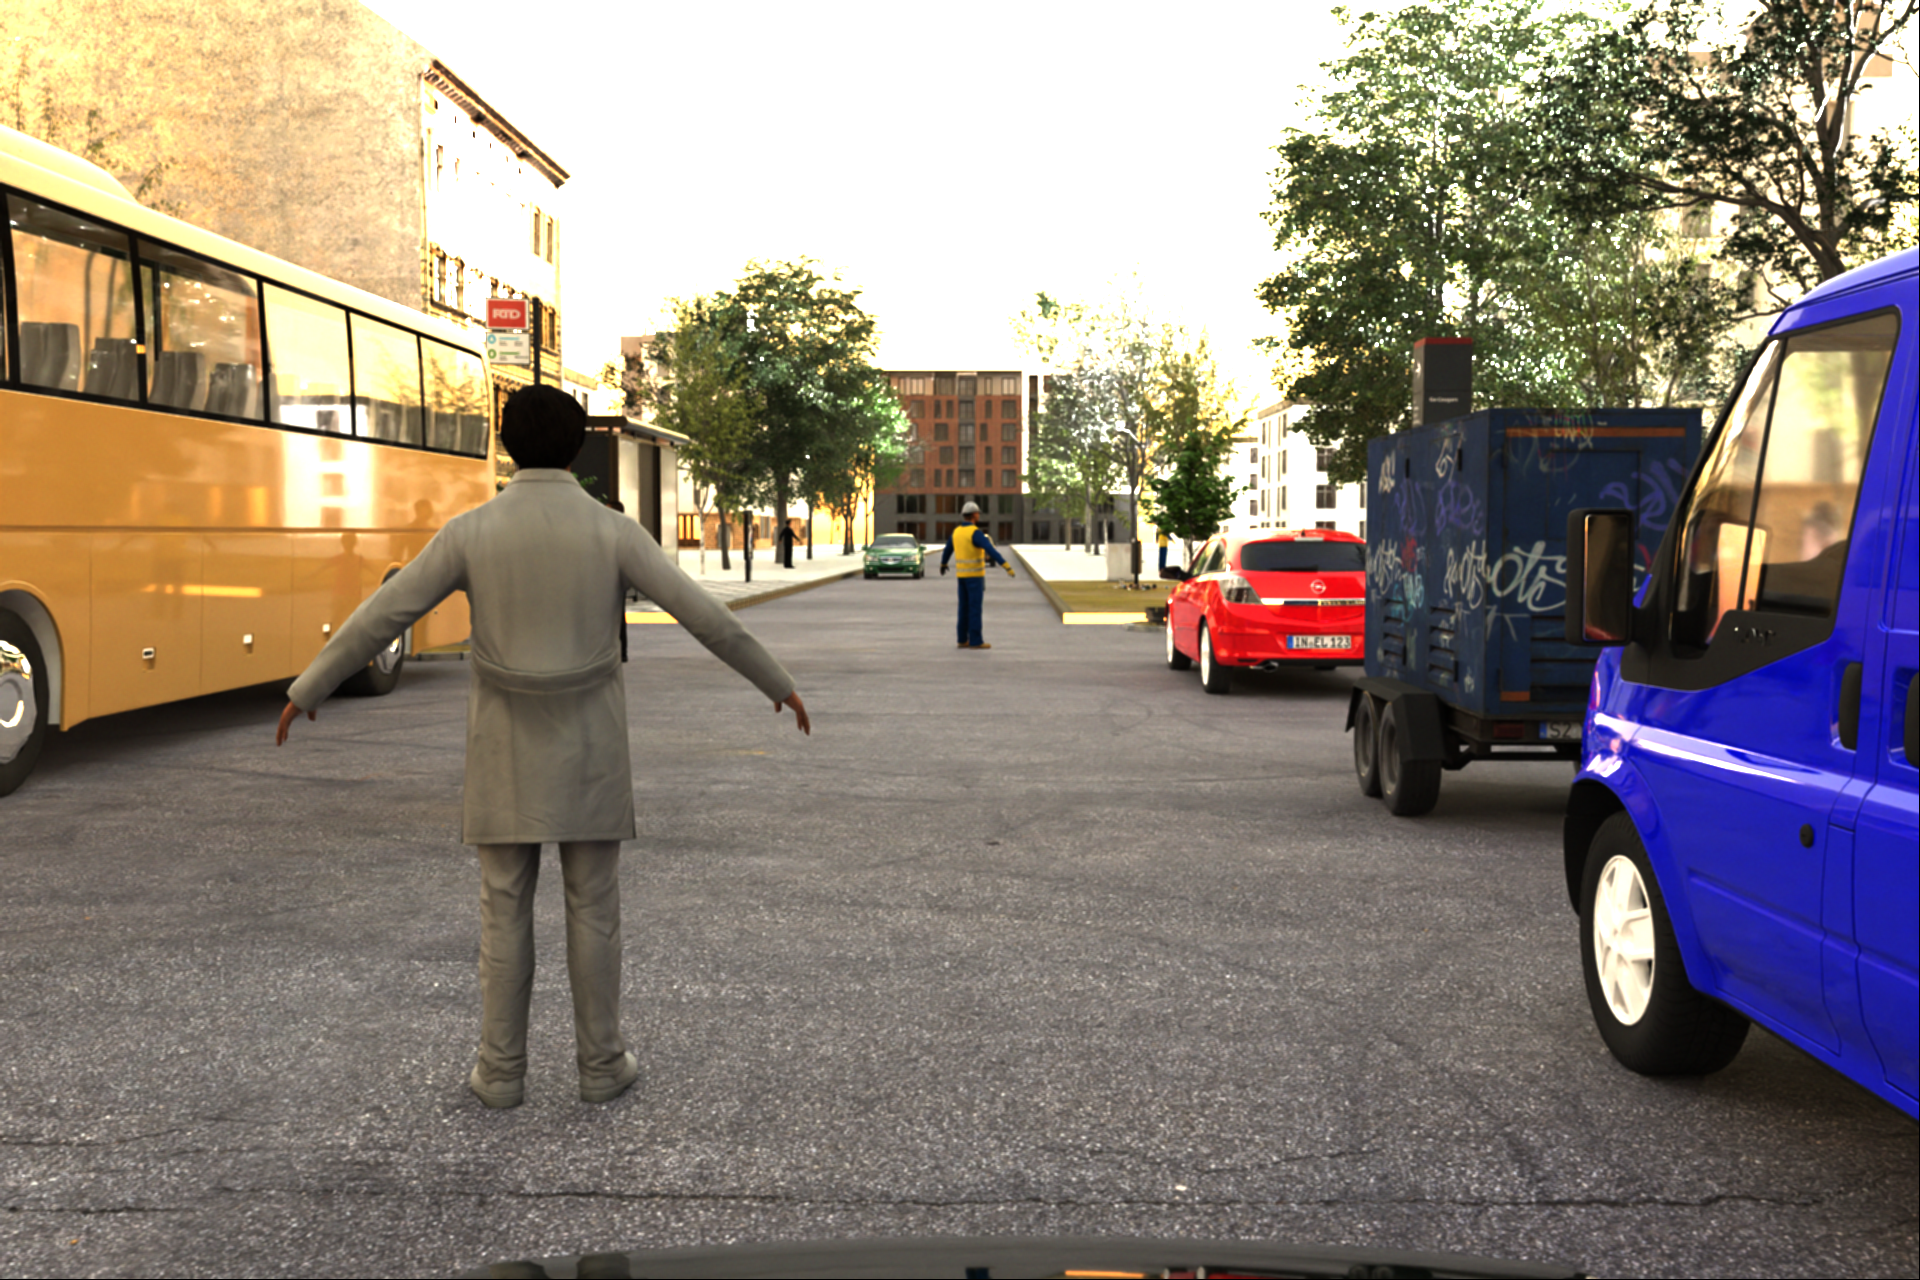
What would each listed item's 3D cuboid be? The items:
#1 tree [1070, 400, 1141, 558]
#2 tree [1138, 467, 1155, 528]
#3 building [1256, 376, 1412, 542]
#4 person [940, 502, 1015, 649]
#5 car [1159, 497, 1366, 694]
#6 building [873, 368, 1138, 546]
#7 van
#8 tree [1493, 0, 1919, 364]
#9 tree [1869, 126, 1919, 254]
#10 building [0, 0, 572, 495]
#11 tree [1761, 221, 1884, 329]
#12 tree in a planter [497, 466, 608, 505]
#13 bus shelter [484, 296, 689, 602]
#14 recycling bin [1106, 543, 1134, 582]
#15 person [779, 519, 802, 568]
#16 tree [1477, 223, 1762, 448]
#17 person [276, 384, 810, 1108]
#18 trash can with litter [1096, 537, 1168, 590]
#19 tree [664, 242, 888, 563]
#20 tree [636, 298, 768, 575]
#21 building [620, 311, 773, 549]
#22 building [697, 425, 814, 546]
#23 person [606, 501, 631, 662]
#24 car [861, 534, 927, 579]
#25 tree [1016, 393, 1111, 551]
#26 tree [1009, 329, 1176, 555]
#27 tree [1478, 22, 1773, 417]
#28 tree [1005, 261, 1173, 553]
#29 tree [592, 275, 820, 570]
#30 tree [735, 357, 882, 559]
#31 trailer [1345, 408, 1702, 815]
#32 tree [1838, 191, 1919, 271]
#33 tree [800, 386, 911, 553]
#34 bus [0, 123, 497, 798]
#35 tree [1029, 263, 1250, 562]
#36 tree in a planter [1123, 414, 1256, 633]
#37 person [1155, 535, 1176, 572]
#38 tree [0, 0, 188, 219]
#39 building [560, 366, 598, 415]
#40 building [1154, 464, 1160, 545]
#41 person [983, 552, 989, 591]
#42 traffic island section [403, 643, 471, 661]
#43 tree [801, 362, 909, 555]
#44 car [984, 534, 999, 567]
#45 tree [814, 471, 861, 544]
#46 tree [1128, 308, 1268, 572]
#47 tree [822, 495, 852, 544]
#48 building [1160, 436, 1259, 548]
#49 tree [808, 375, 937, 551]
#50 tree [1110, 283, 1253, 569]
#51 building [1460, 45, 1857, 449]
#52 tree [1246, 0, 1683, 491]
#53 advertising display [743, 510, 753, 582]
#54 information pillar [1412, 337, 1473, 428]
[{"bbox_3d":[7.806,-8.679,92.270,4.737,8.622,4.395,0,3,0],"label":"tree"},{"bbox_3d":[26.581,-18.785,225.266,7.486,12.596,7.792,0,3,0],"label":"tree"},{"bbox_3d":[24.535,-9.952,104.866,9.099,9.664,28.070,0,4,1],"label":"building"},{"bbox_3d":[0.155,-0.813,21.725,0.705,1.833,1.349,-3,5,-41],"label":"person"},{"bbox_3d":[3.090,-0.488,17.021,2.155,1.783,4.494,0,4,0],"label":"car"},{"bbox_3d":[5.336,-23.146,224.861,32.646,21.610,27.936,0,4,-1],"label":"building"},{"bbox_3d":[2.651,0.094,2.844,2.240,2.365,5.245,0,4,1],"label":"van"},{"bbox_3d":[9.195,-5.052,17.010,8.767,10.594,7.601,3,4,38],"label":"tree"},{"bbox_3d":[17.386,-4.809,28.982,4.737,8.622,4.395,0,3,0],"label":"tree"},{"bbox_3d":[-26.148,-14.259,64.056,19.493,23.208,18.063,0,4,1],"label":"building"},{"bbox_3d":[20.426,-5.504,40.355,4.360,8.622,3.978,0,3,0],"label":"tree"},{"bbox_3d":[-6.244,-1.741,25.690,1.991,3.239,1.994,0,4,2],"label":"tree in a planter"},{"bbox_3d":[-6.883,-3.327,32.032,2.179,5.291,8.768,0,4,1],"label":"bus shelter"},{"bbox_3d":[4.324,-2.096,46.824,0.722,1.027,0.722,0,4,1],"label":"recycling bin"},{"bbox_3d":[-6.409,-3.608,64.931,0.705,1.837,1.347,-3,5,-43],"label":"person"},{"bbox_3d":[17.945,-6.883,46.955,8.767,10.594,7.601,0,4,5],"label":"tree"},{"bbox_3d":[-1.048,0.259,4.413,1.347,1.806,0.705,-1,4,-10],"label":"person"},{"bbox_3d":[4.038,-1.798,40.456,1.678,1.210,2.233,0,4,2],"label":"trash can with litter"},{"bbox_3d":[-7.917,-10.335,75.634,9.857,13.997,8.962,0,3,0],"label":"tree"},{"bbox_3d":[-8.021,-6.327,53.814,4.737,8.622,4.395,0,3,0],"label":"tree"},{"bbox_3d":[-22.567,-17.804,147.510,16.016,20.090,11.380,0,4,0],"label":"building"},{"bbox_3d":[-22.040,-20.120,185.386,16.016,20.090,11.380,0,4,2],"label":"building"},{"bbox_3d":[-3.885,-0.658,19.445,0.704,1.802,1.346,-1,4,-14],"label":"person"},{"bbox_3d":[-2.122,-2.736,56.534,2.131,1.459,4.920,0,4,1],"label":"car"},{"bbox_3d":[8.184,-13.194,133.845,7.486,12.596,7.792,0,3,0],"label":"tree"},{"bbox_3d":[8.118,-11.837,103.899,12.009,13.543,11.850,0,3,0],"label":"tree"},{"bbox_3d":[9.869,-4.599,25.554,4.360,8.622,3.978,0,3,0],"label":"tree"},{"bbox_3d":[10.312,-16.081,118.811,12.611,20.169,13.585,0,3,0],"label":"tree"},{"bbox_3d":[-8.667,-7.834,62.506,7.601,10.594,8.767,3,5,44],"label":"tree"},{"bbox_3d":[-7.727,-9.347,87.241,8.767,10.594,7.601,1,4,11],"label":"tree"},{"bbox_3d":[2.926,-0.169,9.814,1.471,1.999,3.904,0,4,2],"label":"trailer"},{"bbox_3d":[19.087,-5.139,34.383,4.737,8.622,4.395,0,3,0],"label":"tree"},{"bbox_3d":[-7.219,-11.668,116.523,9.928,11.665,9.643,0,3,0],"label":"tree"},{"bbox_3d":[-6.308,-1.283,12.529,2.896,3.916,12.252,0,4,1],"label":"bus"},{"bbox_3d":[7.955,-10.275,78.369,12.009,13.543,11.850,0,3,0],"label":"tree"},{"bbox_3d":[3.479,-1.757,25.955,1.991,3.239,1.994,0,4,1],"label":"tree in a planter"},{"bbox_3d":[6.936,-3.187,58.568,0.721,1.772,1.216,-2,4,-25],"label":"person"},{"bbox_3d":[-12.797,-4.383,22.017,4.360,8.622,3.978,0,3,0],"label":"tree"},{"bbox_3d":[-24.218,-9.309,94.356,9.099,9.664,28.070,0,4,0],"label":"building"},{"bbox_3d":[27.110,-15.226,191.096,9.099,9.664,28.070,0,4,1],"label":"building"},{"bbox_3d":[0.460,-1.925,43.204,0.599,1.433,0.991,2,4,31],"label":"person"},{"bbox_3d":[-6.398,0.145,20.501,1.991,0.108,1.994,0,4,1],"label":"traffic island section"},{"bbox_3d":[-6.889,-10.907,104.091,9.928,11.665,9.643,0,3,0],"label":"tree"},{"bbox_3d":[0.728,-4.106,76.923,2.009,1.686,4.222,0,4,0],"label":"car"},{"bbox_3d":[-16.053,-17.451,219.740,7.601,10.594,8.767,1,4,10],"label":"tree"},{"bbox_3d":[7.664,-6.519,56.952,4.737,8.622,4.395,0,3,0],"label":"tree"},{"bbox_3d":[-16.036,-16.892,226.549,4.737,8.622,4.395,0,3,0],"label":"tree"},{"bbox_3d":[24.397,-13.484,162.614,9.099,9.664,28.070,0,4,1],"label":"building"},{"bbox_3d":[-6.847,-13.331,128.331,12.009,13.543,11.850,0,3,0],"label":"tree"},{"bbox_3d":[6.885,-6.128,50.548,4.360,8.622,3.978,0,3,0],"label":"tree"},{"bbox_3d":[26.797,-13.281,73.567,16.016,20.090,11.380,0,4,2],"label":"building"},{"bbox_3d":[10.552,-8.015,37.699,9.857,13.997,8.962,0,3,0],"label":"tree"},{"bbox_3d":[-5.678,-2.524,46.476,0.123,1.923,0.974,0,4,0],"label":"advertising display"},{"bbox_3d":[6.428,-2.067,23.173,0.750,3.857,0.750,0,4,1],"label":"information pillar"}]
